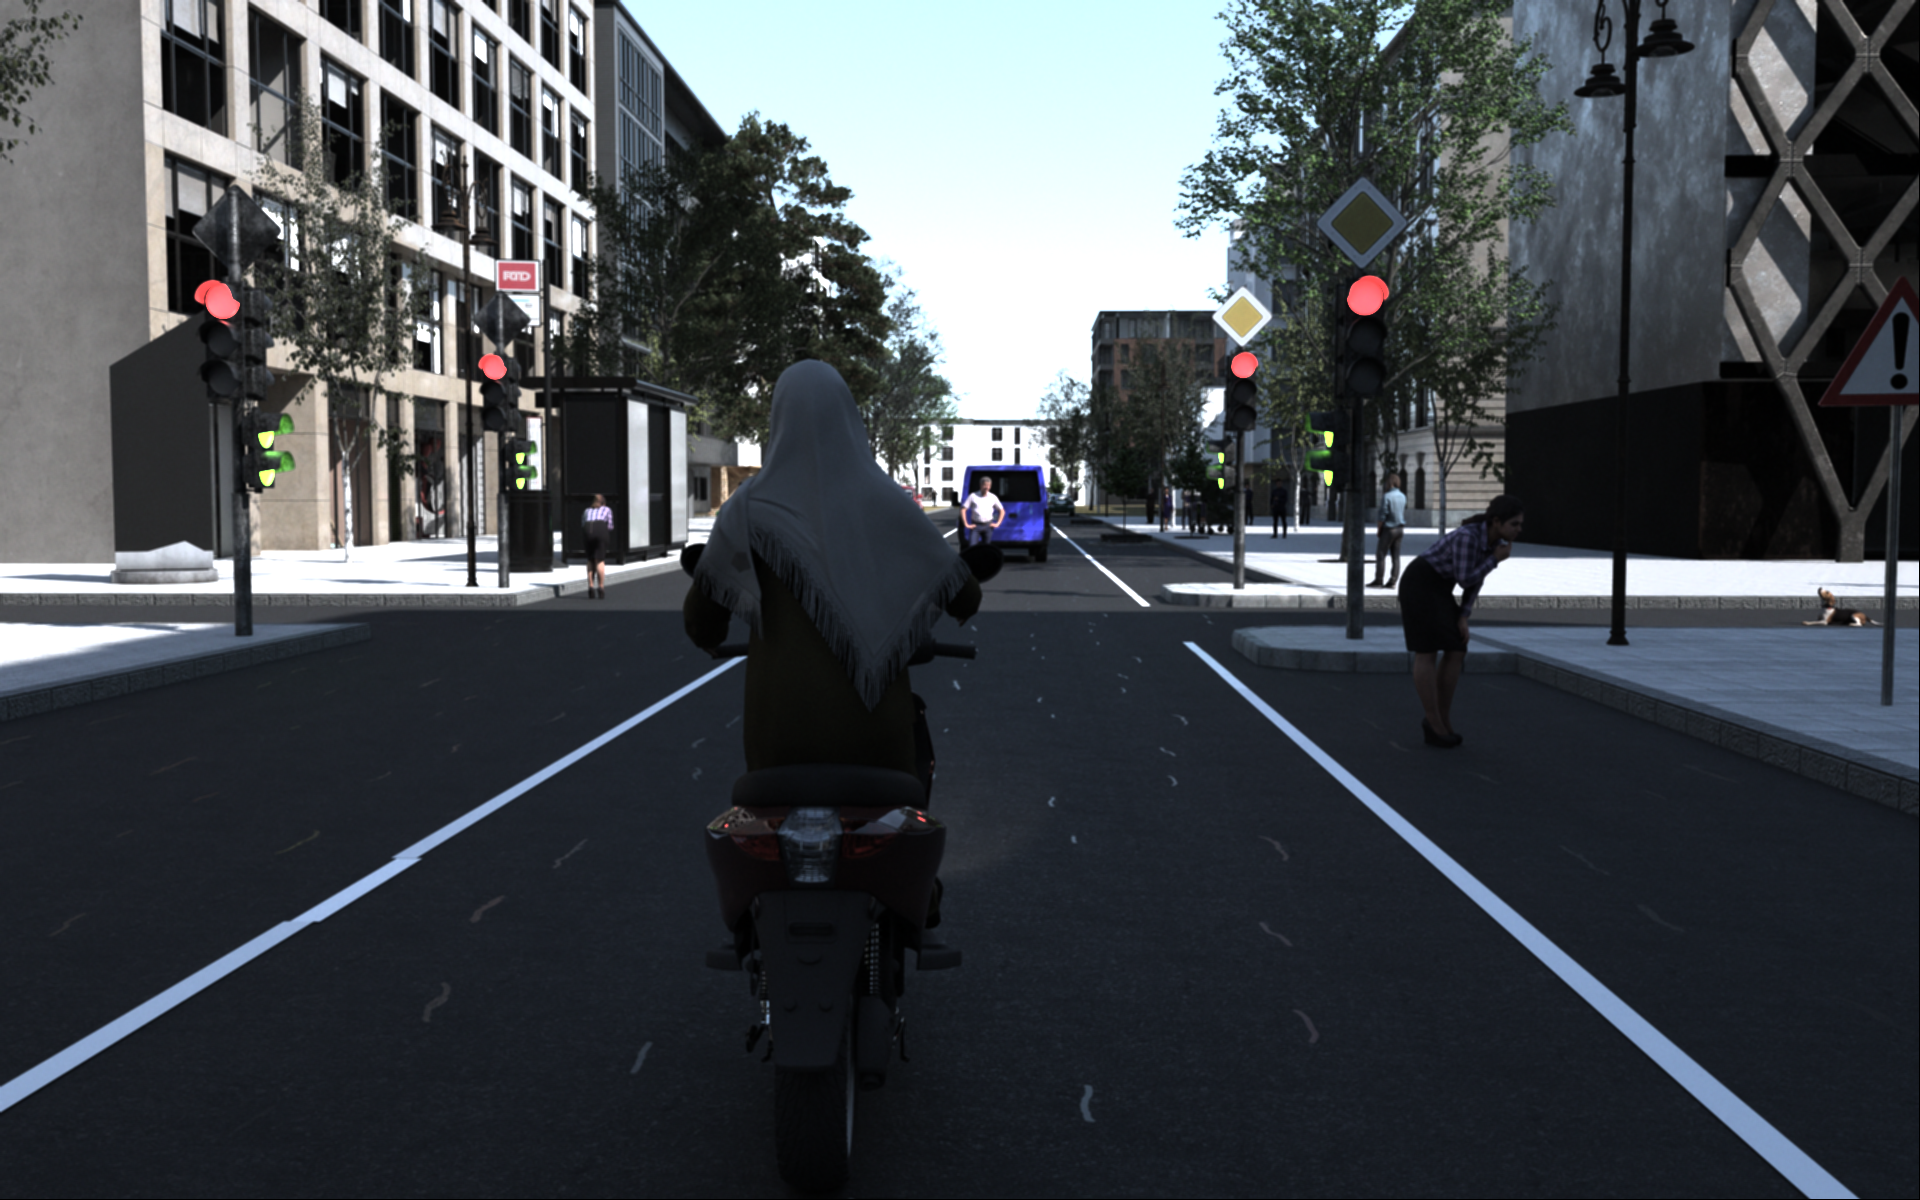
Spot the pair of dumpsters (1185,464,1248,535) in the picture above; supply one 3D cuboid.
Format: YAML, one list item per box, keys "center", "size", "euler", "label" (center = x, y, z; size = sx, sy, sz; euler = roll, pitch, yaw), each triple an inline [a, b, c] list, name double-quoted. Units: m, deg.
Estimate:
- center: [8.277, -3.268, 55.923]
  size: [1.574, 2.255, 4.436]
  euler: [0, 4, 2]
  label: "pair of dumpsters"

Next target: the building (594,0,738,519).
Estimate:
- center: [-19.709, -15.977, 80.291]
  size: [14.314, 24.678, 30.058]
  euler: [0, 4, 2]
  label: "building"

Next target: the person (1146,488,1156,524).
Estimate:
- center: [8.278, -4.090, 75.189]
  size: [0.388, 1.546, 0.482]
  euler: [-2, 4, -27]
  label: "person"

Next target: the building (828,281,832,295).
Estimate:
- center: [-16.723, -18.534, 159.447]
  size: [11.380, 20.091, 16.016]
  euler: [0, 4, 2]
  label: "building"

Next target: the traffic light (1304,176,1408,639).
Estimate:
- center: [3.487, -1.592, 15.267]
  size: [0.839, 4.213, 0.868]
  euler: [0, 4, 2]
  label: "traffic light"

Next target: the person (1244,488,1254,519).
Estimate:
- center: [15.018, -5.173, 90.485]
  size: [0.709, 1.838, 0.599]
  euler: [1, 4, 8]
  label: "person"

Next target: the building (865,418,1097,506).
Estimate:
- center: [1.509, -15.490, 195.413]
  size: [28.070, 9.664, 9.099]
  euler: [0, 4, 2]
  label: "building"

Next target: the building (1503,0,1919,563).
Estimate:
- center: [22.889, -10.434, 38.053]
  size: [16.811, 18.784, 16.820]
  euler: [0, 4, 2]
  label: "building"

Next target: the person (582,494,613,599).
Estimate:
- center: [-4.994, -0.739, 23.817]
  size: [0.421, 1.427, 0.697]
  euler: [0, 4, -4]
  label: "person"

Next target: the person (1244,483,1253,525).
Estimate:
- center: [11.869, -3.975, 71.745]
  size: [0.504, 1.737, 0.576]
  euler: [-3, 5, -44]
  label: "person"

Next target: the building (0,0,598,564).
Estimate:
- center: [-23.760, -14.902, 48.171]
  size: [19.350, 26.468, 34.151]
  euler: [0, 4, 2]
  label: "building"

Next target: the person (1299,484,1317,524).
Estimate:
- center: [14.673, -4.050, 73.062]
  size: [0.742, 1.727, 0.445]
  euler: [-1, 4, -8]
  label: "person"

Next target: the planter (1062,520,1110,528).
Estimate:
- center: [5.427, -3.290, 74.935]
  size: [1.991, 0.319, 1.994]
  euler: [0, 4, 2]
  label: "planter"

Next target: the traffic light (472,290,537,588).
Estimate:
- center: [-6.214, -2.098, 23.550]
  size: [0.839, 4.213, 0.868]
  euler: [0, 4, 2]
  label: "traffic light"

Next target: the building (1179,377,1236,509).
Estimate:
- center: [21.907, -11.156, 124.542]
  size: [9.099, 9.664, 28.070]
  euler: [0, 4, 2]
  label: "building"

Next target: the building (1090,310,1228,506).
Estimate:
- center: [32.134, -21.953, 202.910]
  size: [32.646, 21.610, 27.936]
  euler: [0, 4, 2]
  label: "building"

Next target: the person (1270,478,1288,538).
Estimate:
- center: [9.224, -2.660, 50.240]
  size: [0.576, 1.737, 0.504]
  euler: [2, 4, 27]
  label: "person"

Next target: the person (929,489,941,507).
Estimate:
- center: [-2.545, -10.339, 175.106]
  size: [1.348, 1.821, 0.705]
  euler: [-2, 4, -31]
  label: "person"

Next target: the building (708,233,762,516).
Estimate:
- center: [-20.383, -15.249, 105.745]
  size: [16.016, 20.091, 11.380]
  euler: [0, 4, 2]
  label: "building"

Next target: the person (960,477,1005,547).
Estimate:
- center: [0.375, -1.166, 28.496]
  size: [0.756, 1.711, 0.436]
  euler: [0, 4, -4]
  label: "person"

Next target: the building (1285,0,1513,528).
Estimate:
- center: [23.277, -15.991, 80.542]
  size: [14.460, 24.649, 34.723]
  euler: [0, 4, 2]
  label: "building"

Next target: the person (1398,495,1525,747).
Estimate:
- center: [2.832, 0.119, 9.789]
  size: [0.697, 1.427, 0.421]
  euler: [3, 4, 38]
  label: "person"

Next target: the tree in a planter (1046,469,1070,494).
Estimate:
- center: [7.025, -7.817, 125.033]
  size: [1.991, 3.239, 1.994]
  euler: [0, 4, 2]
  label: "tree in a planter"

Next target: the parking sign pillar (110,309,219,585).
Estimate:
- center: [-11.576, -2.241, 25.108]
  size: [1.447, 3.967, 1.447]
  euler: [-2, 4, -25]
  label: "parking sign pillar"

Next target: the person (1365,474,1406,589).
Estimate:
- center: [5.801, -0.930, 23.453]
  size: [0.499, 1.552, 0.429]
  euler: [0, 4, -7]
  label: "person"

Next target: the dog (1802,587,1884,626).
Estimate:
- center: [9.632, 0.081, 18.869]
  size: [0.550, 0.427, 0.748]
  euler: [-3, 4, -38]
  label: "dog"

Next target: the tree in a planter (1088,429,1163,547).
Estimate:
- center: [4.560, -3.101, 47.917]
  size: [1.991, 3.239, 1.994]
  euler: [0, 4, 2]
  label: "tree in a planter"

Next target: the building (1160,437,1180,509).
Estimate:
- center: [23.213, -12.868, 152.532]
  size: [9.099, 9.664, 28.070]
  euler: [0, 4, 2]
  label: "building"

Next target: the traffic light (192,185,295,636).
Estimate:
- center: [-6.469, -1.610, 15.569]
  size: [0.839, 4.213, 0.868]
  euler: [0, 4, 2]
  label: "traffic light"

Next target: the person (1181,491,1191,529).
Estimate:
- center: [8.323, -3.440, 62.822]
  size: [0.617, 1.759, 0.750]
  euler: [-1, 4, -13]
  label: "person"

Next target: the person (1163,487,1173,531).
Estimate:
- center: [7.304, -3.206, 60.834]
  size: [0.453, 1.535, 0.546]
  euler: [-2, 4, -28]
  label: "person"

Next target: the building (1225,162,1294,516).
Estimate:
- center: [24.338, -15.170, 104.447]
  size: [16.016, 20.091, 11.380]
  euler: [0, 4, 2]
  label: "building"

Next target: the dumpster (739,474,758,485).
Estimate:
- center: [-5.917, -2.807, 51.658]
  size: [1.264, 1.857, 1.865]
  euler: [0, 4, 2]
  label: "dumpster"

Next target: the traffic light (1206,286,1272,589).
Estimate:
- center: [3.743, -2.080, 23.248]
  size: [0.839, 4.213, 0.868]
  euler: [0, 4, 2]
  label: "traffic light"

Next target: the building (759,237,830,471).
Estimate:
- center: [-25.157, -17.375, 128.053]
  size: [27.936, 21.610, 32.646]
  euler: [0, 4, 2]
  label: "building"
